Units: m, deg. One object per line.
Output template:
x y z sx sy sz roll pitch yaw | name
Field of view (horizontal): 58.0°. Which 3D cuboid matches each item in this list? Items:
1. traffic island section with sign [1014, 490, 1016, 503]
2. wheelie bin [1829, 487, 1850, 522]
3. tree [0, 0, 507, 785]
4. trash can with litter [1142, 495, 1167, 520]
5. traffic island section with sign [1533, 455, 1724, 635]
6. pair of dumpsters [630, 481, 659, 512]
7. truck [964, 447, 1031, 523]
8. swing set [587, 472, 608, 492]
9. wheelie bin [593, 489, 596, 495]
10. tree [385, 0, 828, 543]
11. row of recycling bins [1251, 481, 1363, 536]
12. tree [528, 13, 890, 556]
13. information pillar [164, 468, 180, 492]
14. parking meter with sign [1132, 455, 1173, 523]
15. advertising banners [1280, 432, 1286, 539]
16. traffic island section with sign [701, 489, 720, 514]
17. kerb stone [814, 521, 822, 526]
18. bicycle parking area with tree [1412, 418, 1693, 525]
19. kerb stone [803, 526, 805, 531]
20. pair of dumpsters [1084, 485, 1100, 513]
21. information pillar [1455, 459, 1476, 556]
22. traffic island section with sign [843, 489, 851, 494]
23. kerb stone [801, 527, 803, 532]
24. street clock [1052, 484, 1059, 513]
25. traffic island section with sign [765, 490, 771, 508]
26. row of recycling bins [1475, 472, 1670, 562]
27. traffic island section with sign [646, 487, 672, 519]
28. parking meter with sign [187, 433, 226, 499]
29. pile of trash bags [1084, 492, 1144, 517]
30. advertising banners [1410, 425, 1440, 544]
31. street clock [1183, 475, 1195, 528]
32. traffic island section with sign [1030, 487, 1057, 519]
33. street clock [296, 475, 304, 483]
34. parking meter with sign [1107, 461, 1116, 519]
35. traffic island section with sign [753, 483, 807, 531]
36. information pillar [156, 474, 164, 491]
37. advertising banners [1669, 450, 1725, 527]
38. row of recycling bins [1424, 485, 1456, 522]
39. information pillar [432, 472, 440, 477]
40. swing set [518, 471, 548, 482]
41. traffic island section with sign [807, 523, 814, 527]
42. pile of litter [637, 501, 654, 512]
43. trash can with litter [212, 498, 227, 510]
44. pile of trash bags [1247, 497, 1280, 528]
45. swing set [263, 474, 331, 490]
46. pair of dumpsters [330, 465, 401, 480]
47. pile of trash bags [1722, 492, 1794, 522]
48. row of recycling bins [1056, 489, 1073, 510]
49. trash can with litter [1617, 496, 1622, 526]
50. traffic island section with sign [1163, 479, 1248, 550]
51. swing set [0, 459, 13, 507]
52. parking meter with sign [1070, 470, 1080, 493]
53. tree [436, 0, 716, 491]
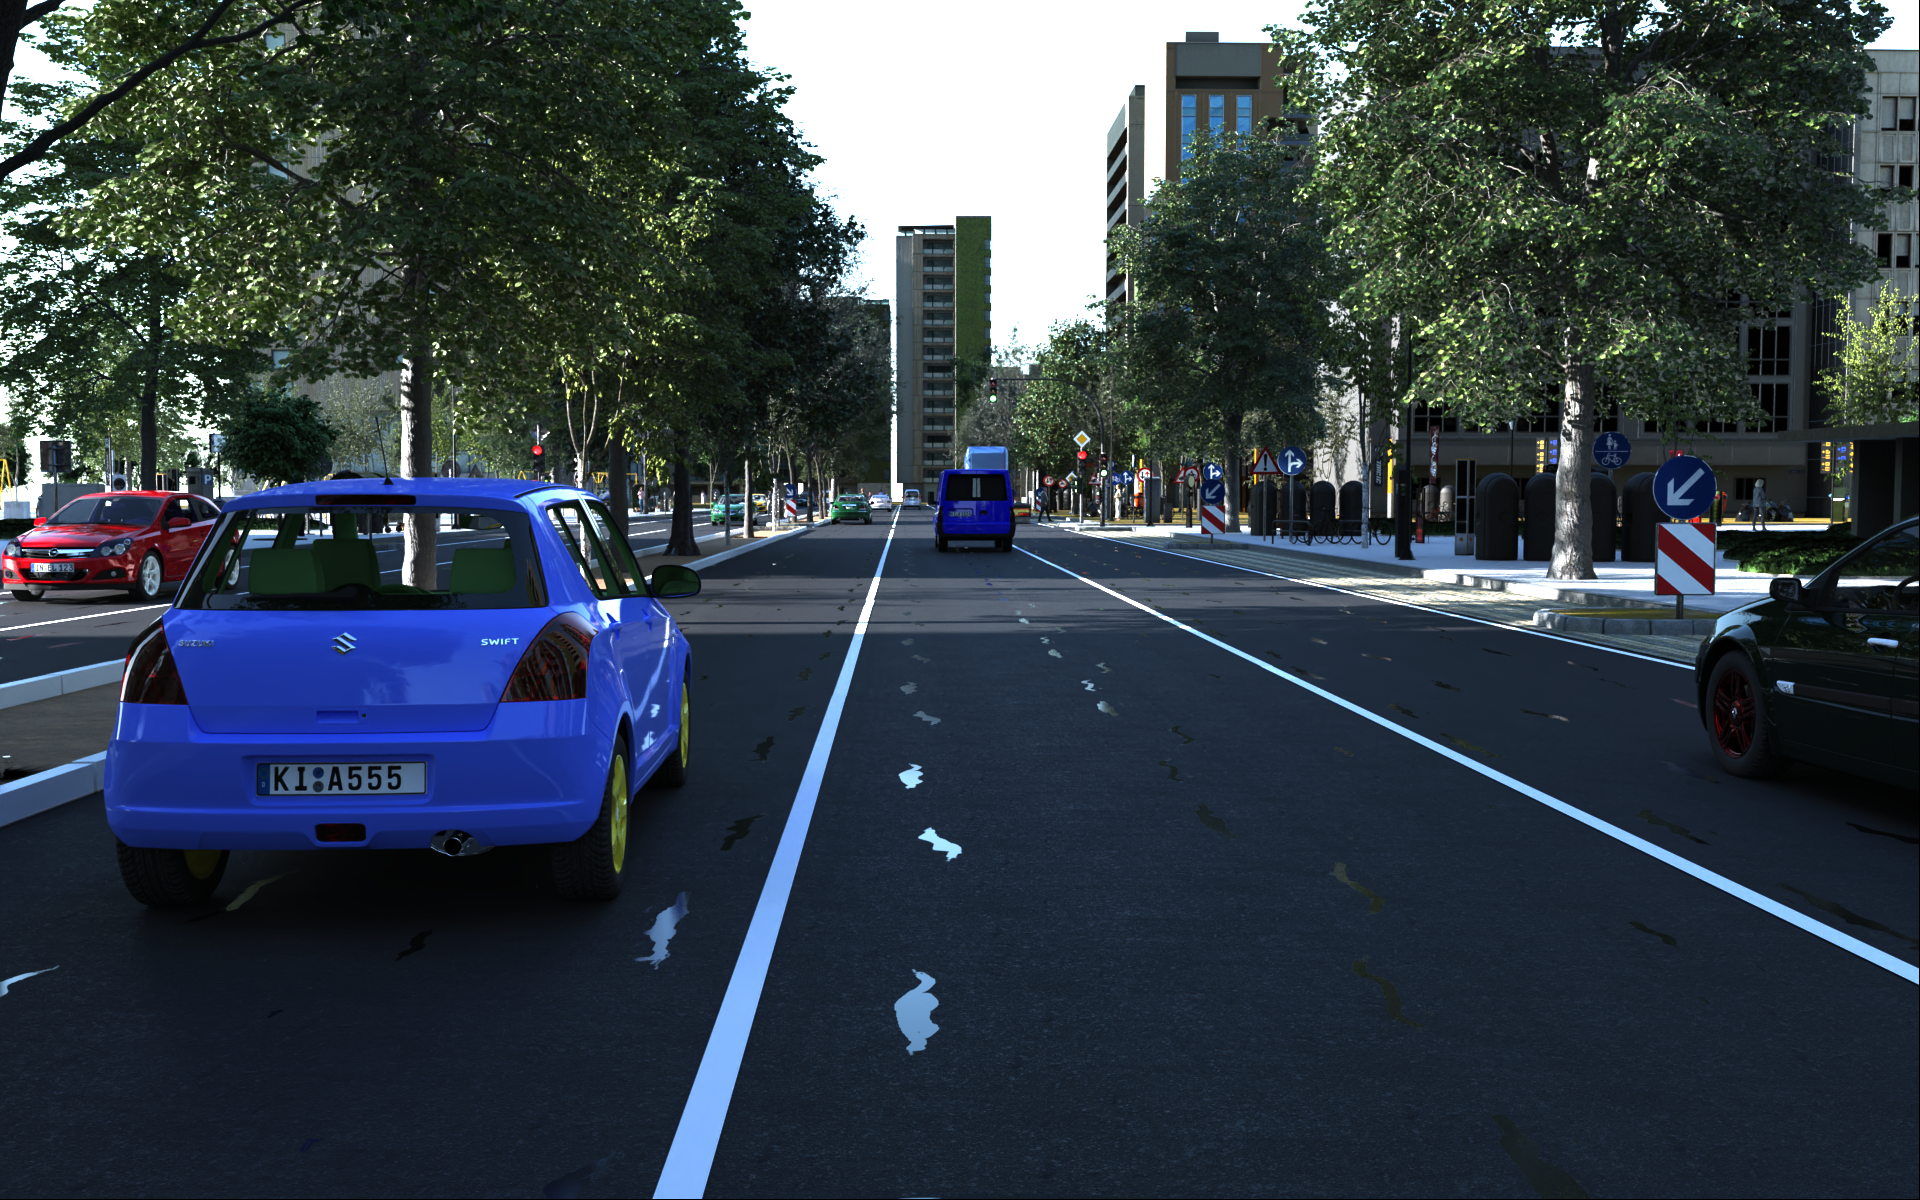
3.689 -7.323 128.365 1.989 1.847 2.006 0 4 -2 | traffic island section with sign
40.796 -4.429 80.328 0.693 1.594 0.980 -3 5 -43 | wheelie bin
-4.887 -4.889 8.151 9.928 11.665 9.643 0 3 0 | tree
9.673 -4.547 85.405 2.233 1.210 1.678 -3 5 -43 | trash can with litter
7.251 -0.599 18.418 1.989 1.847 2.006 0 4 -2 | traffic island section with sign
-22.721 -7.467 124.576 1.574 2.255 4.437 0 4 -2 | pair of dumpsters
1.796 -6.274 92.345 2.967 4.110 18.799 0 4 -2 | truck
-26.834 -8.023 128.795 2.862 2.851 3.119 1 4 10 | swing set
-23.458 -6.369 112.039 0.693 1.594 0.980 -3 4 -36 | wheelie bin
-6.315 -6.780 31.445 7.486 12.596 7.792 0 3 0 | tree
10.723 -2.821 53.236 3.534 1.692 1.069 1 4 10 | row of recycling bins
-6.466 -7.377 40.072 9.611 12.733 9.660 0 3 0 | tree
-22.390 -2.742 49.319 0.304 2.012 0.304 -1 4 -15 | information pillar
8.528 -4.920 76.709 1.738 3.016 0.543 0 4 -2 | parking meter with sign
9.277 -3.275 49.731 0.090 3.025 2.074 1 4 9 | advertising banners
-18.031 -7.297 127.932 1.989 1.847 2.006 0 4 -2 | traffic island section with sign
-6.486 -3.474 78.999 0.120 0.150 1.000 0 4 -2 | kerb stone
20.949 -4.594 62.120 9.016 4.147 8.231 1 4 9 | bicycle parking area with tree
-6.032 -2.620 65.151 0.120 0.150 1.000 0 4 -2 | kerb stone
9.099 -6.998 116.914 1.574 2.255 4.437 0 4 -2 | pair of dumpsters
10.570 -1.941 36.231 0.304 2.012 0.304 -3 5 -44 | information pillar
-9.843 -8.715 150.624 2.006 1.907 1.989 0 4 -2 | traffic island section with sign
-6.001 -2.558 64.130 0.120 0.150 1.000 0 4 -2 | kerb stone
6.646 -7.092 120.523 0.471 2.002 0.358 2 4 25 | street clock
-19.637 -10.343 177.737 1.989 1.847 2.006 0 4 -2 | traffic island section with sign
11.754 -1.601 33.291 3.534 1.692 1.069 1 4 17 | row of recycling bins
-17.157 -5.637 100.793 1.989 1.847 2.006 0 4 -2 | traffic island section with sign
-22.086 -3.311 50.400 1.738 3.016 0.543 2 4 30 | parking meter with sign
8.686 -5.264 95.821 3.447 1.369 1.912 -2 4 -24 | pile of trash bags
12.009 -2.996 45.170 0.090 3.025 2.074 -1 4 -10 | advertising banners
8.714 -3.747 65.829 0.358 2.002 0.471 3 5 42 | street clock
4.577 -5.650 101.004 1.989 1.847 2.006 0 4 -2 | traffic island section with sign
-19.998 -2.933 52.522 0.358 2.002 0.471 -1 4 -21 | street clock
7.730 -5.790 90.922 0.543 3.016 1.738 0 4 -5 | parking meter with sign
-7.178 -3.669 68.121 2.006 1.907 1.989 0 4 -2 | traffic island section with sign
-28.987 -3.579 63.001 0.304 2.012 0.304 1 4 14 | information pillar
28.941 -4.396 68.057 2.074 3.025 0.090 1 4 15 | advertising banners
22.449 -4.322 77.771 3.534 1.692 1.069 2 4 30 | row of recycling bins
-17.851 -3.328 58.907 0.304 2.012 0.304 -1 4 -10 | information pillar
-29.051 -7.443 119.313 2.862 2.851 3.119 2 4 31 | swing set
-7.408 -4.122 75.525 2.006 1.907 1.989 0 4 -2 | traffic island section with sign
-22.209 -6.572 121.414 1.719 0.858 1.176 3 4 36 | pile of litter
-18.579 -1.967 43.554 0.624 1.170 1.055 -2 4 -34 | trash can with litter
11.876 -3.429 65.818 1.912 1.369 3.447 0 4 8 | pile of trash bags
-31.098 -5.044 80.086 2.862 2.851 3.119 0 4 -7 | swing set
-19.249 -3.288 56.256 1.574 2.255 4.437 0 4 -2 | pair of dumpsters
36.515 -4.297 80.009 3.447 1.369 1.912 0 4 -2 | pile of trash bags
8.344 -7.988 137.712 3.534 1.692 1.069 3 4 39 | row of recycling bins
25.539 -3.463 67.673 2.233 1.210 1.678 -1 4 -19 | trash can with litter
6.377 -2.247 45.359 1.989 1.847 2.006 0 4 -2 | traffic island section with sign
-44.460 -4.895 77.661 3.119 2.851 2.862 -1 4 -14 | swing set
8.609 -7.968 126.541 0.543 3.016 1.738 -1 4 -18 | parking meter with sign
-5.541 -4.438 25.387 4.737 8.622 4.395 0 3 0 | tree
